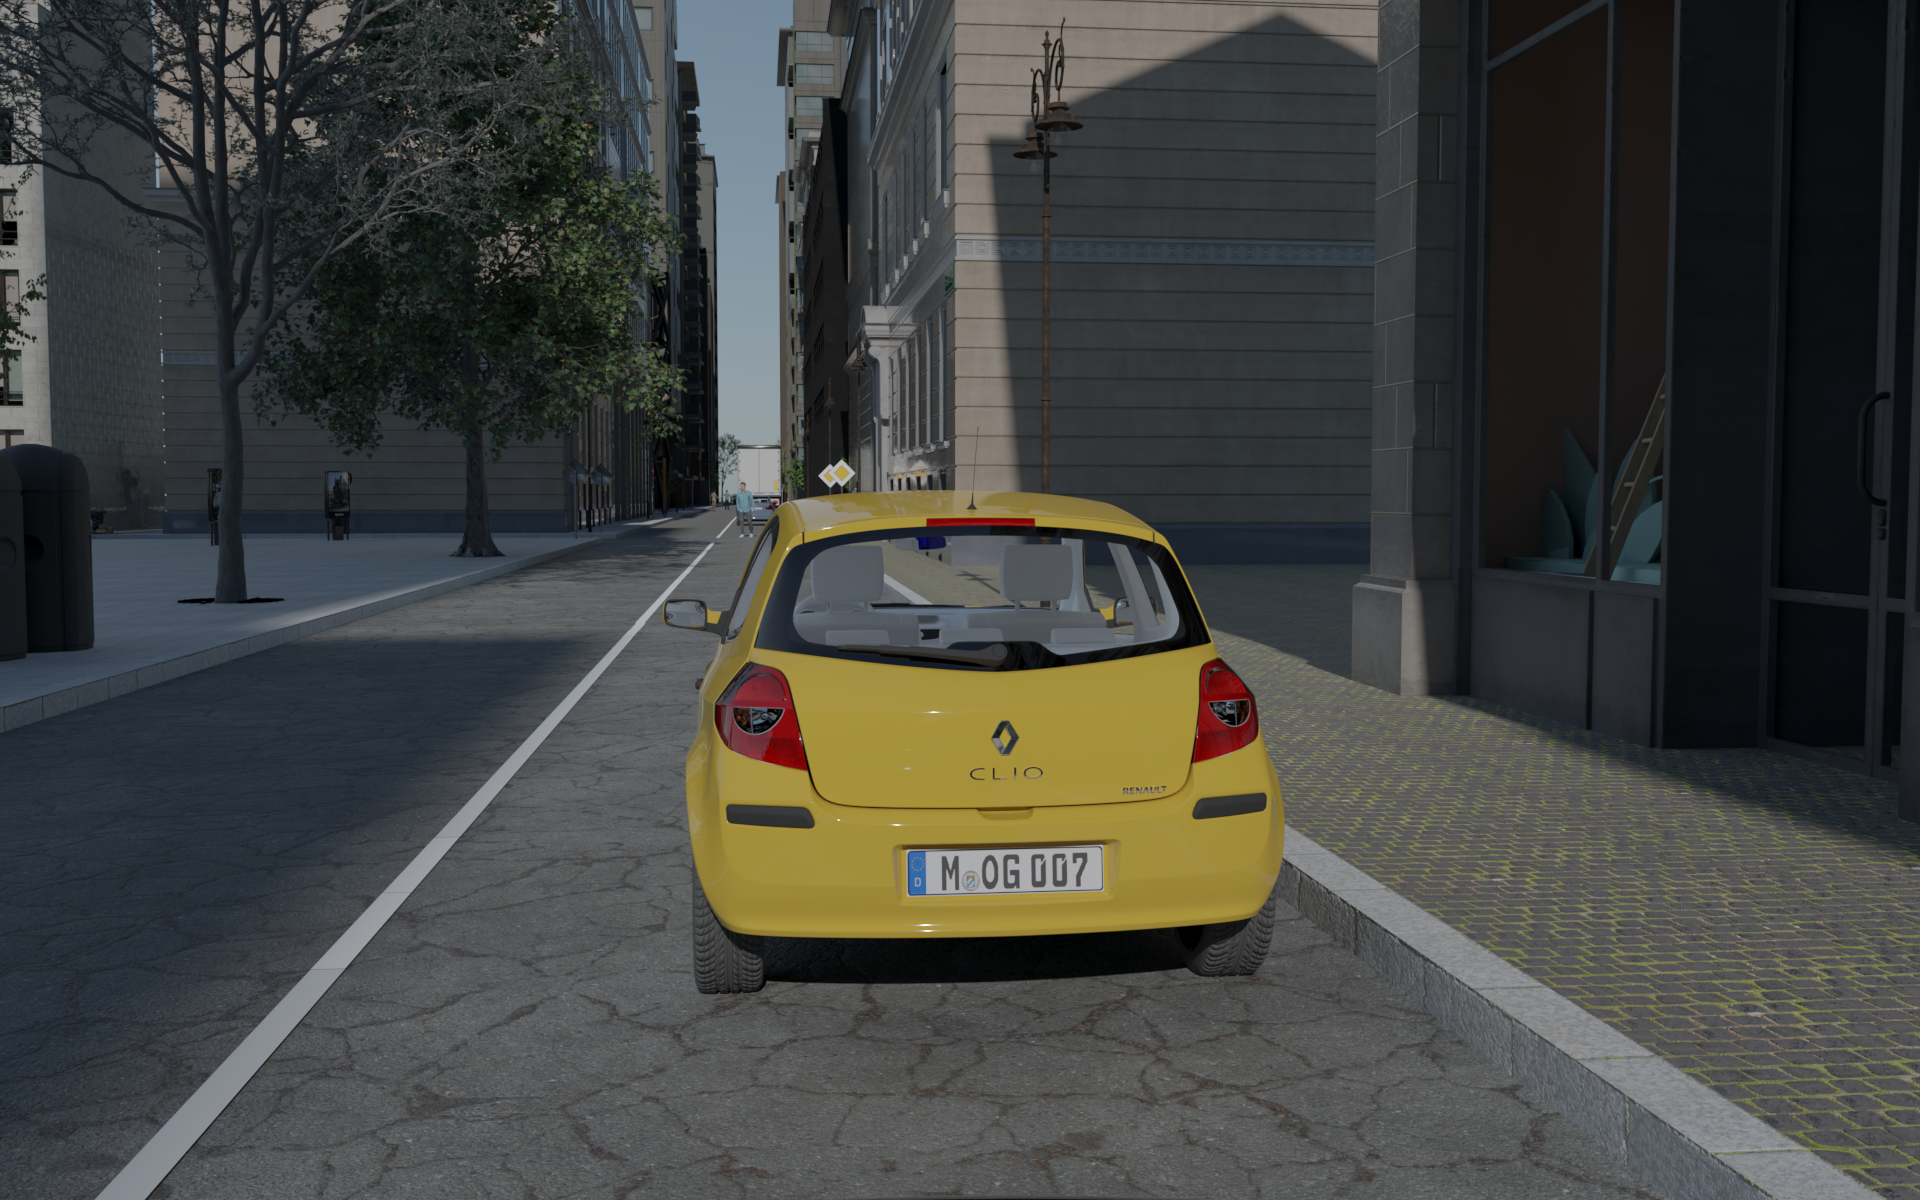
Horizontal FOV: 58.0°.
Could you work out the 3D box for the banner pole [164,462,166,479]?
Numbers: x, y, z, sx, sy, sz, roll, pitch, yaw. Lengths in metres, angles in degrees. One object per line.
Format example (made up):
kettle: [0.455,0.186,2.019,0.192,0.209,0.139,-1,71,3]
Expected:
banner pole: [-44.349,-6.527,96.739,0.863,3.779,0.401,0,4,4]

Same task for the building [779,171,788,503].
building: [-17.425,-35.761,234.807,14.600,45.320,14.200,0,4,-7]

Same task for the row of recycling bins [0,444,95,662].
row of recycling bins: [-7.876,-0.357,12.952,1.069,1.692,3.534,1,4,13]

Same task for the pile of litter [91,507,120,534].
pile of litter: [-27.531,-2.519,55.143,1.719,0.858,1.176,0,4,6]

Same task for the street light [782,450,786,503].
street light: [-17.877,-12.477,176.782,0.468,5.910,1.993,0,4,-7]

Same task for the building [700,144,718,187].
building: [-51.094,-41.148,262.014,28.713,52.752,27.495,0,4,-7]

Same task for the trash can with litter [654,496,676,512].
trash can with litter: [-21.541,-6.948,124.662,2.233,1.210,1.678,1,4,11]

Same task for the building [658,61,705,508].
building: [-36.933,-31.640,171.944,22.147,44.769,28.867,0,4,-7]

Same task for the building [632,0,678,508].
building: [-37.282,-33.890,143.339,28.713,52.752,27.495,0,4,-7]

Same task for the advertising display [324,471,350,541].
advertising display: [-17.254,-2.617,47.997,0.123,1.923,0.974,1,4,17]

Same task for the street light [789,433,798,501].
street light: [-12.511,-9.719,131.695,0.468,5.910,1.993,0,4,-7]

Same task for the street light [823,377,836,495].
street light: [-5.165,-5.871,68.782,0.468,5.910,1.993,0,4,-7]

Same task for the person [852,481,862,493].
person: [-3.127,-2.708,52.794,0.581,1.822,0.654,-2,4,-35]

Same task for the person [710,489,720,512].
person: [-20.077,-8.137,141.550,0.705,1.824,1.348,-3,5,-45]

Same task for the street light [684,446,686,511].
street light: [-21.428,-9.866,134.100,0.468,5.910,1.993,0,4,-7]

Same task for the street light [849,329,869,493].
street light: [-2.836,-4.641,48.676,0.468,5.910,1.993,0,4,-7]

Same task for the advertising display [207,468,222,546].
advertising display: [-18.567,-2.333,43.359,0.123,1.923,0.974,0,4,-1]

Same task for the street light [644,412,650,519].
street light: [-16.058,-7.107,88.984,0.468,5.910,1.993,0,4,-7]

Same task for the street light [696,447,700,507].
street light: [-24.971,-11.777,165.338,0.468,5.910,1.993,0,4,-7]

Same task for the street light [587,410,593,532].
street light: [-12.374,-5.197,57.762,0.468,5.910,1.993,0,4,-7]

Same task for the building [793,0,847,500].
building: [-6.887,-28.238,145.289,14.154,41.232,14.086,0,4,-7]

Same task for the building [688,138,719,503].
building: [-44.327,-37.588,238.264,21.300,48.544,21.600,0,4,-7]

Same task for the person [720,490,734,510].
person: [-21.435,-9.221,159.249,1.348,1.826,0.705,0,4,-2]

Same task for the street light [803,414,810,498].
street light: [-8.806,-7.799,100.302,0.468,5.910,1.993,0,4,-7]

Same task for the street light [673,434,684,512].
street light: [-19.707,-9.033,120.474,0.468,5.910,1.993,0,4,-7]

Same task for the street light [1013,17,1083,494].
street light: [0.868,-2.732,17.457,0.468,5.910,1.993,0,4,-7]

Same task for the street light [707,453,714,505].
street light: [-28.526,-13.687,196.574,0.468,5.910,1.993,0,4,-7]

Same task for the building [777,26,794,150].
building: [-5.943,-37.067,195.288,28.713,52.752,27.495,0,4,-7]

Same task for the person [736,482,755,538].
person: [-7.073,-2.982,57.278,0.660,1.820,0.620,1,4,10]

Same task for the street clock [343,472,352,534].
street clock: [-19.643,-3.103,55.305,0.471,2.002,0.358,2,4,31]

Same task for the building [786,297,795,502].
building: [-2.687,-19.756,168.047,27.650,21.520,28.899,0,4,-7]
